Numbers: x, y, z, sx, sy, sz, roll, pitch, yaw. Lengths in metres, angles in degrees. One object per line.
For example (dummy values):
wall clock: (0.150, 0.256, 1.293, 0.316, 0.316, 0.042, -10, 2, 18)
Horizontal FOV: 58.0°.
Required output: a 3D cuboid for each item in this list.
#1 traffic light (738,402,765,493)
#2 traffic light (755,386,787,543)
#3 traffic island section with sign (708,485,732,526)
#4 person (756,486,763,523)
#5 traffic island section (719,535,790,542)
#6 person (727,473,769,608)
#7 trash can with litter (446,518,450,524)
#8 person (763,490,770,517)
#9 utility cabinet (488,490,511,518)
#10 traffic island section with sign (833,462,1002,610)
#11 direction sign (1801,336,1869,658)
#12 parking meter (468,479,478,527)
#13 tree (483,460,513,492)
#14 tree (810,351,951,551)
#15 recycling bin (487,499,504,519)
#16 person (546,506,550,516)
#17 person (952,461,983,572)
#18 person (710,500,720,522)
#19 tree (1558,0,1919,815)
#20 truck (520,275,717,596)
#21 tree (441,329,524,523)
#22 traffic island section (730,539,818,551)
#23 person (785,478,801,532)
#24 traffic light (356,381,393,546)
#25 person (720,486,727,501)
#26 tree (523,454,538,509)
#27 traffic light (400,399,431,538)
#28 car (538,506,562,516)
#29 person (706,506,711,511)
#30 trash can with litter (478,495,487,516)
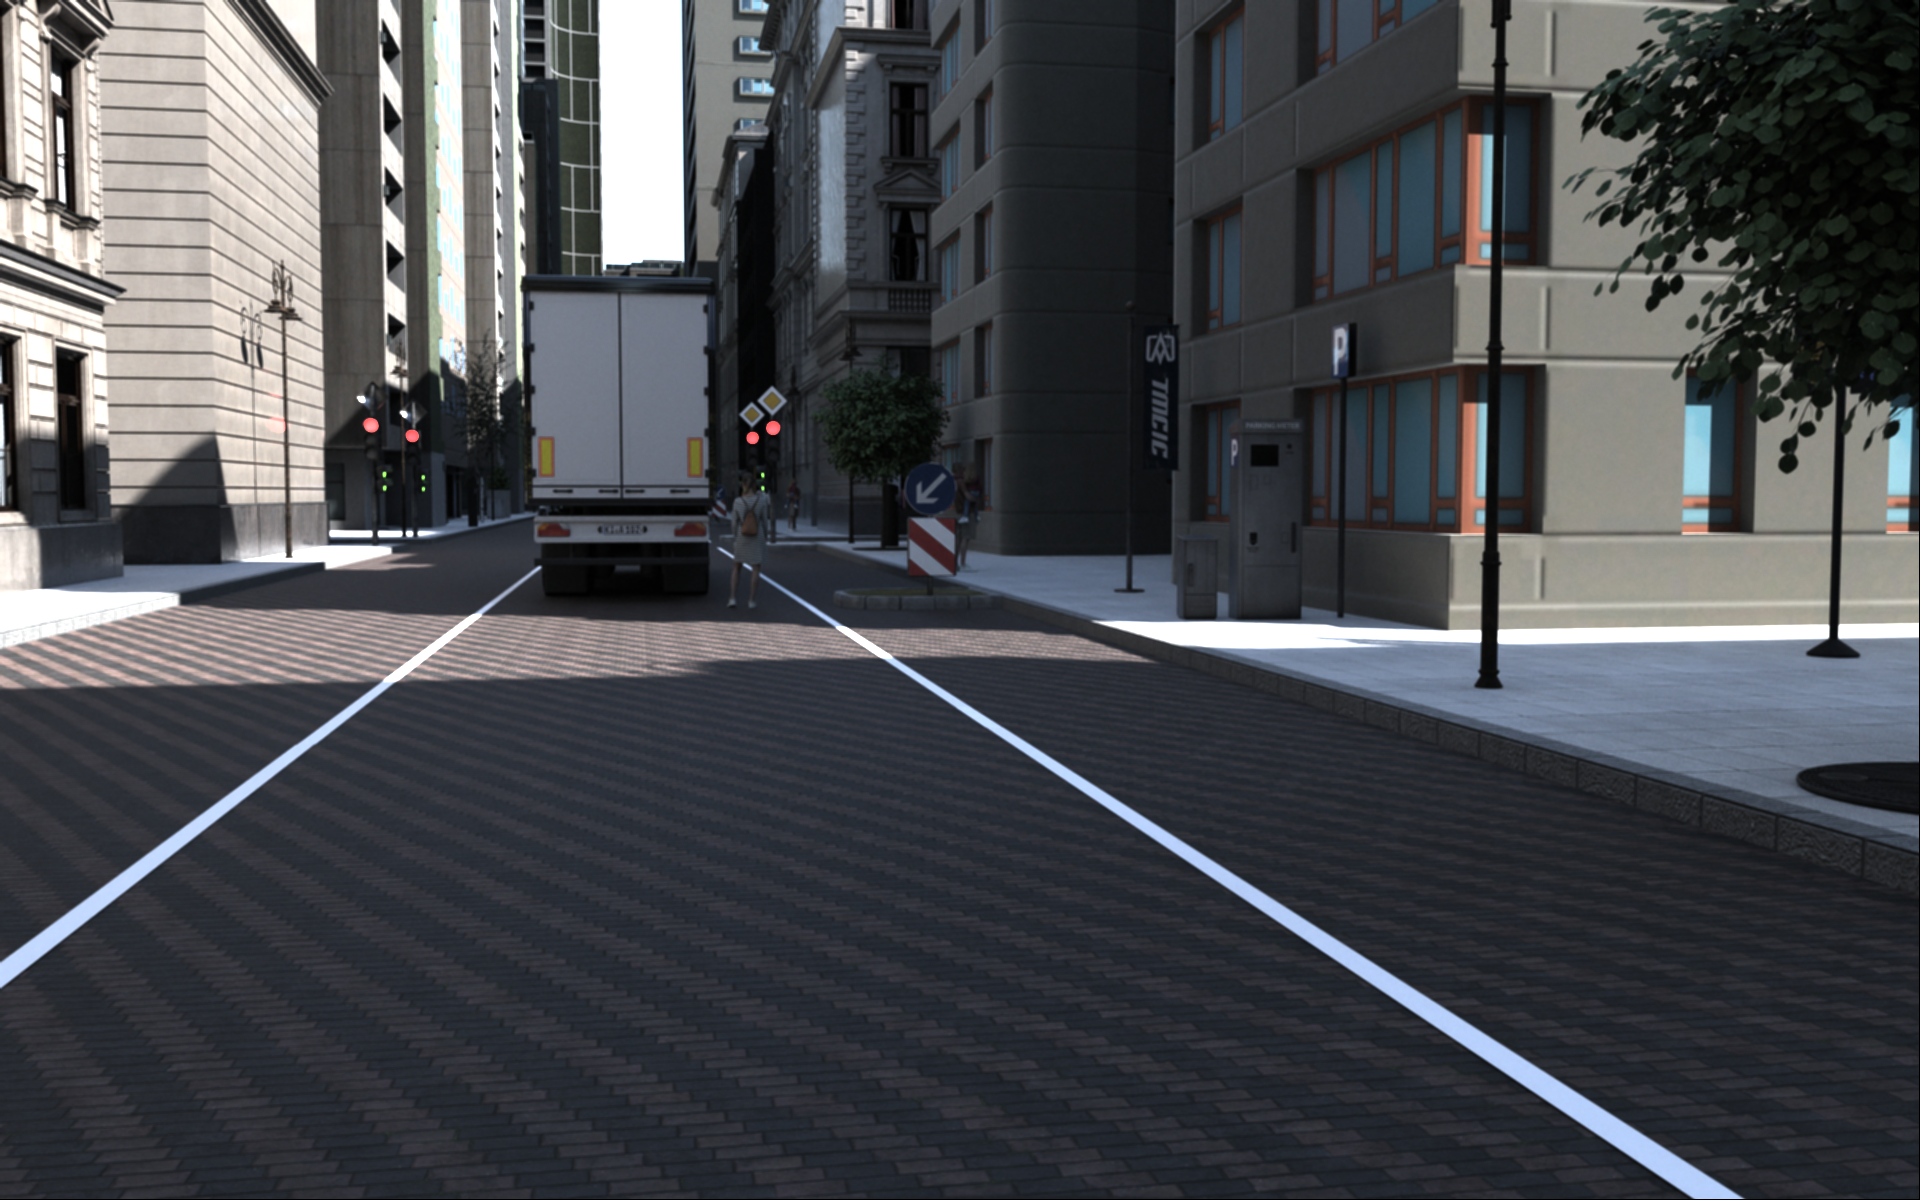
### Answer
traffic light: (-6.348, -3.906, 52.776, 0.839, 4.253, 0.868, -1, 4, -11)
traffic light: (-4.880, -3.425, 44.927, 0.839, 4.253, 0.868, -1, 4, -11)
traffic island section with sign: (-10.984, -4.235, 77.863, 1.989, 1.847, 2.006, -1, 4, -11)
person: (-9.133, -4.360, 77.995, 0.598, 1.740, 0.731, 3, 4, 36)
traffic island section: (-6.307, -1.873, 52.898, 2.009, 0.180, 2.903, -1, 4, -11)
person: (-2.665, -0.756, 21.867, 0.512, 1.701, 0.522, -1, 4, -15)
trash can with litter: (-22.538, -3.872, 74.695, 1.055, 1.170, 0.624, 1, 4, 10)
person: (-7.965, -4.016, 71.924, 0.641, 1.798, 0.478, 0, 4, 5)
utility cabinet: (-24.738, -5.159, 93.020, 1.173, 1.500, 0.318, 1, 4, 15)
traffic island section with sign: (-0.608, -0.844, 22.433, 1.989, 1.847, 2.006, -1, 4, -11)
direction sign: (6.917, -1.322, 13.615, 0.379, 3.537, 0.876, -2, 4, -25)
parking meter: (-19.184, -3.822, 68.201, 0.255, 1.863, 0.399, 0, 4, 8)
tree: (-25.912, -6.256, 96.888, 1.663, 3.219, 1.824, 0, 3, 0)
tree: (-1.837, -3.430, 39.798, 4.285, 4.588, 4.351, 0, 3, 0)
recycling bin: (-24.298, -4.773, 90.597, 0.722, 1.027, 0.722, 0, 4, 4)
person: (-22.573, -5.010, 94.698, 0.394, 1.301, 0.425, -3, 5, -41)
person: (0.088, -1.380, 28.574, 0.580, 1.828, 0.573, 1, 4, 19)
person: (-11.858, -4.609, 84.454, 0.593, 1.750, 0.643, 1, 4, 14)
tree: (4.359, -1.445, 7.336, 4.285, 4.588, 4.351, 0, 3, 0)
truck: (-5.308, -2.382, 27.866, 2.839, 4.237, 11.283, -1, 4, -10)
tree: (-21.456, -7.807, 78.003, 4.360, 8.622, 3.978, 0, 3, 0)
traffic island section: (-4.839, -1.393, 45.048, 2.009, 0.180, 2.903, -1, 4, -11)
person: (-5.700, -3.250, 59.151, 0.573, 1.828, 0.580, 0, 4, -6)
traffic light: (-14.571, -3.314, 43.105, 0.839, 4.253, 0.868, -1, 4, -11)
person: (-14.207, -5.986, 104.098, 0.526, 1.800, 0.537, 1, 4, 8)
tree: (-29.801, -8.488, 122.491, 4.285, 4.588, 4.351, 0, 3, 0)
traffic light: (-16.039, -3.794, 50.955, 0.839, 4.253, 0.868, -1, 4, -11)
car: (-23.114, -5.440, 98.737, 2.009, 1.686, 4.222, -1, 4, -11)
person: (-18.534, -7.305, 128.675, 0.799, 1.438, 0.628, -2, 4, -30)
trash can with litter: (-27.756, -5.505, 101.068, 1.678, 1.210, 2.233, -2, 4, -30)
